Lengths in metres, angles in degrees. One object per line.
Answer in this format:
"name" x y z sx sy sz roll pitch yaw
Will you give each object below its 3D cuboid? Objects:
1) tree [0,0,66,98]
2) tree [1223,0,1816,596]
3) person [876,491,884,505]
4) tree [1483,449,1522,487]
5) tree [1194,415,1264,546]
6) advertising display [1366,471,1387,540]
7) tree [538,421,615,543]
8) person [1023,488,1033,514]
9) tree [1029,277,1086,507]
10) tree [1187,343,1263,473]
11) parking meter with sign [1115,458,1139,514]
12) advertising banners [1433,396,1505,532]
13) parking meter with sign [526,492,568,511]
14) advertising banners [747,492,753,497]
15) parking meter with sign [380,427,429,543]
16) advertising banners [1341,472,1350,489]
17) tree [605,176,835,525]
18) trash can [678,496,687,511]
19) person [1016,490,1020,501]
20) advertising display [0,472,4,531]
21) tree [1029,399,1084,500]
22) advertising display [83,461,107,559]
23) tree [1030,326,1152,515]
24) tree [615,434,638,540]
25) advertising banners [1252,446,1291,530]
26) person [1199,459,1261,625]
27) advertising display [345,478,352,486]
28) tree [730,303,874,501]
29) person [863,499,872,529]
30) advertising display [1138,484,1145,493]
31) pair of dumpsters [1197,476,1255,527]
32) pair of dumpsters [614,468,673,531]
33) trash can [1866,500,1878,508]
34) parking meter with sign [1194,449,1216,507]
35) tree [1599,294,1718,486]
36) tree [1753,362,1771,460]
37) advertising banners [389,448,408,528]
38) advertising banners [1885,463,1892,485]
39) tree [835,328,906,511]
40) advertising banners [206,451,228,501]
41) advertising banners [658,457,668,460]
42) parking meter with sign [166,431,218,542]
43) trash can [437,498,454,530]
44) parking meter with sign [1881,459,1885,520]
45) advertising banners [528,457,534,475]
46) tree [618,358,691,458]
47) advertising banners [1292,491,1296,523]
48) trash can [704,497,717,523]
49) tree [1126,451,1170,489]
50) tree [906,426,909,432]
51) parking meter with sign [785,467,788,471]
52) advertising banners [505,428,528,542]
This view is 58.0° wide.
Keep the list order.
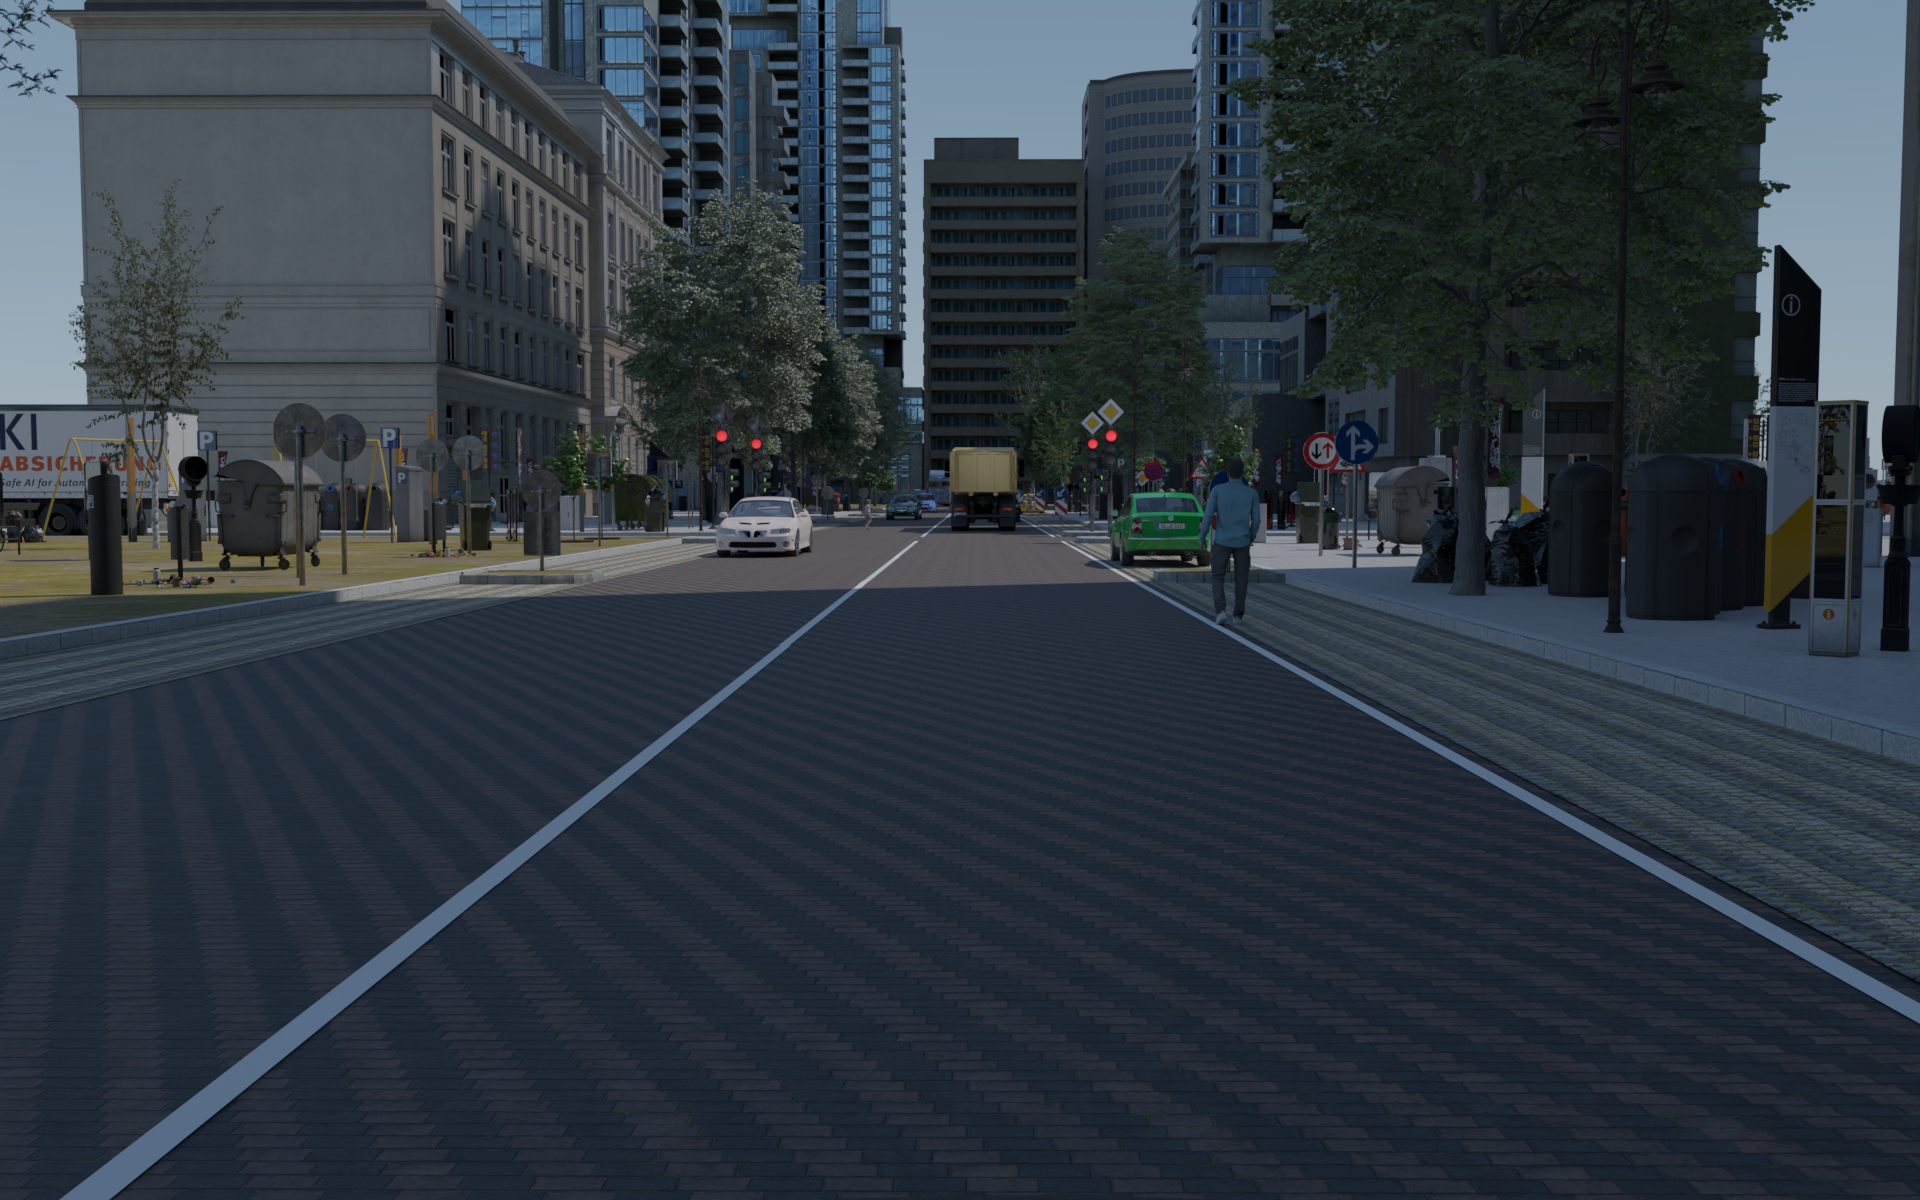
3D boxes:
"tree" -9.346 -6.149 10.912 12.009 13.543 11.850 0 3 0
"tree" 6.807 -6.349 21.933 7.486 12.596 7.792 0 3 0
"person" -9.787 -12.598 214.553 1.350 1.814 0.705 1 4 15
"tree" 20.364 -4.367 66.008 1.663 3.219 1.824 0 3 0
"tree" 6.593 -2.940 42.673 1.663 3.219 1.824 0 3 0
"advertising display" 11.878 -2.645 48.461 0.974 1.923 0.123 0 4 3
"tree" -10.409 -3.145 46.027 1.663 3.219 1.824 0 3 0
"person" 4.594 -6.514 115.092 0.778 1.811 0.616 1 4 10
"tree" 7.658 -9.498 73.412 7.486 12.596 7.792 0 3 0
"tree" 12.751 -8.255 85.330 4.737 8.622 4.395 0 3 0
"parking meter with sign" 8.206 -5.316 83.177 0.543 3.016 1.738 -2 4 -33
"advertising banners" 8.995 -2.099 30.514 2.074 3.025 0.090 -3 5 -40
"parking meter with sign" -16.413 -4.446 68.954 1.738 3.016 0.543 1 4 10
"advertising banners" -15.274 -8.328 132.350 2.074 3.025 0.090 0 4 4
"parking meter with sign" -14.629 -3.049 46.114 0.543 3.016 1.738 1 4 19
"advertising banners" 19.531 -5.406 84.570 2.074 3.025 0.090 1 4 21
"tree" -9.821 -10.058 71.109 9.857 13.997 8.962 0 3 0
"trash can" -20.601 -7.155 128.645 0.748 1.137 0.748 0 3 0
"person" 4.534 -7.639 133.743 0.624 1.780 0.694 0 4 4
"advertising display" -28.285 -2.772 50.538 0.974 1.923 0.123 2 4 26
"tree" 7.369 -10.785 126.698 4.737 8.622 4.395 0 3 0
"advertising display" -16.815 -1.743 33.718 0.123 1.923 0.974 -3 5 -44
"tree" 8.154 -11.041 106.272 9.928 11.665 9.643 0 3 0
"tree" -10.232 -3.325 48.965 1.663 3.219 1.824 0 3 0
"advertising banners" 11.241 -4.084 62.954 0.090 3.025 2.074 -2 4 -28
"person" 2.966 -0.641 18.995 0.660 1.820 0.620 0 4 1
"advertising display" -24.534 -3.927 69.427 0.123 1.923 0.974 0 4 -5
"tree" -9.812 -11.246 100.876 9.611 12.733 9.660 0 3 0
"person" -3.814 -3.483 70.460 0.382 1.210 0.505 -2 4 -29
"advertising display" 9.403 -5.207 90.341 0.123 1.923 0.974 -1 4 -22
"pair of dumpsters" 9.699 -3.710 63.153 1.574 2.255 4.437 0 4 1
"pair of dumpsters" -11.467 -3.667 62.453 1.574 2.255 4.437 0 4 0
"trash can" 48.567 -4.928 92.221 0.748 1.137 0.748 0 3 0
"parking meter with sign" 9.279 -4.300 66.572 0.543 3.016 1.738 2 4 26
"tree" 25.855 -7.010 64.969 4.360 8.622 3.978 0 3 0
"tree" 34.523 -7.767 77.353 4.737 8.622 4.395 0 3 0
"advertising banners" -21.981 -4.281 66.176 2.074 3.025 0.090 1 4 15
"advertising banners" 36.023 -4.258 65.809 2.074 3.025 0.090 0 4 -3
"tree" -9.457 -12.902 117.597 9.857 13.997 8.962 0 3 0
"advertising banners" -30.193 -4.493 69.640 0.090 3.025 2.074 1 4 23
"advertising banners" -14.856 -5.283 82.565 2.074 3.025 0.090 1 4 15
"parking meter with sign" -20.748 -3.088 46.743 0.543 3.016 1.738 0 4 8
"trash can" -18.282 -3.047 61.479 0.748 1.137 0.748 0 3 0
"parking meter with sign" 46.394 -5.457 85.481 1.738 3.016 0.543 -1 4 -12
"advertising banners" -19.864 -5.280 82.508 0.090 3.025 2.074 3 4 37
"tree" -15.752 -8.673 92.163 4.737 8.622 4.395 0 3 0
"advertising banners" 14.624 -4.903 76.358 2.074 3.025 0.090 -2 4 -29
"trash can" -11.023 -4.014 77.287 0.748 1.137 0.748 0 3 0
"tree" 14.151 -8.958 130.171 4.285 4.588 4.351 0 3 0
"tree" -8.870 -13.902 133.960 9.857 13.997 8.962 0 3 0
"parking meter with sign" -10.927 -6.907 109.196 0.543 3.016 1.738 1 4 8
"advertising banners" -11.989 -3.081 46.569 0.090 3.025 2.074 -2 4 -26
